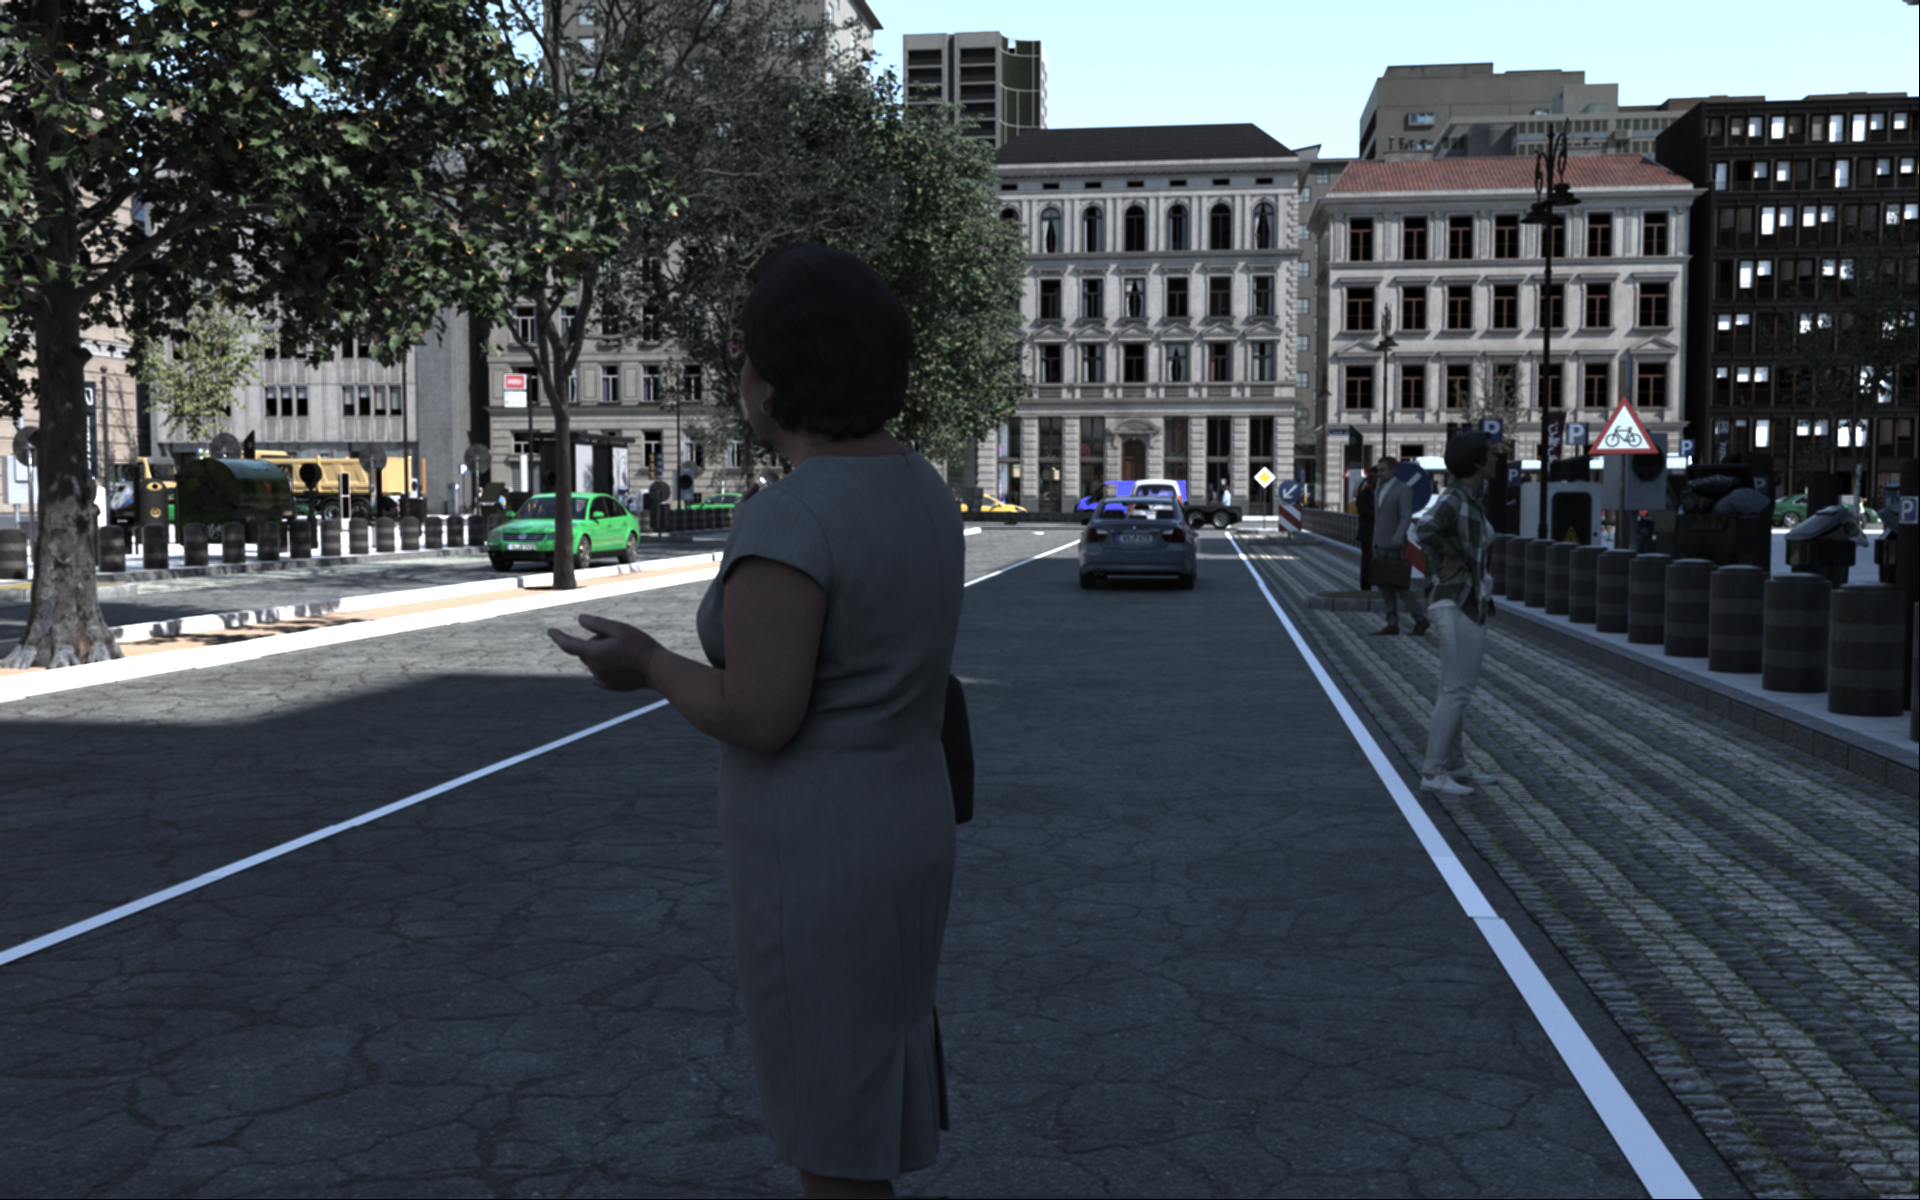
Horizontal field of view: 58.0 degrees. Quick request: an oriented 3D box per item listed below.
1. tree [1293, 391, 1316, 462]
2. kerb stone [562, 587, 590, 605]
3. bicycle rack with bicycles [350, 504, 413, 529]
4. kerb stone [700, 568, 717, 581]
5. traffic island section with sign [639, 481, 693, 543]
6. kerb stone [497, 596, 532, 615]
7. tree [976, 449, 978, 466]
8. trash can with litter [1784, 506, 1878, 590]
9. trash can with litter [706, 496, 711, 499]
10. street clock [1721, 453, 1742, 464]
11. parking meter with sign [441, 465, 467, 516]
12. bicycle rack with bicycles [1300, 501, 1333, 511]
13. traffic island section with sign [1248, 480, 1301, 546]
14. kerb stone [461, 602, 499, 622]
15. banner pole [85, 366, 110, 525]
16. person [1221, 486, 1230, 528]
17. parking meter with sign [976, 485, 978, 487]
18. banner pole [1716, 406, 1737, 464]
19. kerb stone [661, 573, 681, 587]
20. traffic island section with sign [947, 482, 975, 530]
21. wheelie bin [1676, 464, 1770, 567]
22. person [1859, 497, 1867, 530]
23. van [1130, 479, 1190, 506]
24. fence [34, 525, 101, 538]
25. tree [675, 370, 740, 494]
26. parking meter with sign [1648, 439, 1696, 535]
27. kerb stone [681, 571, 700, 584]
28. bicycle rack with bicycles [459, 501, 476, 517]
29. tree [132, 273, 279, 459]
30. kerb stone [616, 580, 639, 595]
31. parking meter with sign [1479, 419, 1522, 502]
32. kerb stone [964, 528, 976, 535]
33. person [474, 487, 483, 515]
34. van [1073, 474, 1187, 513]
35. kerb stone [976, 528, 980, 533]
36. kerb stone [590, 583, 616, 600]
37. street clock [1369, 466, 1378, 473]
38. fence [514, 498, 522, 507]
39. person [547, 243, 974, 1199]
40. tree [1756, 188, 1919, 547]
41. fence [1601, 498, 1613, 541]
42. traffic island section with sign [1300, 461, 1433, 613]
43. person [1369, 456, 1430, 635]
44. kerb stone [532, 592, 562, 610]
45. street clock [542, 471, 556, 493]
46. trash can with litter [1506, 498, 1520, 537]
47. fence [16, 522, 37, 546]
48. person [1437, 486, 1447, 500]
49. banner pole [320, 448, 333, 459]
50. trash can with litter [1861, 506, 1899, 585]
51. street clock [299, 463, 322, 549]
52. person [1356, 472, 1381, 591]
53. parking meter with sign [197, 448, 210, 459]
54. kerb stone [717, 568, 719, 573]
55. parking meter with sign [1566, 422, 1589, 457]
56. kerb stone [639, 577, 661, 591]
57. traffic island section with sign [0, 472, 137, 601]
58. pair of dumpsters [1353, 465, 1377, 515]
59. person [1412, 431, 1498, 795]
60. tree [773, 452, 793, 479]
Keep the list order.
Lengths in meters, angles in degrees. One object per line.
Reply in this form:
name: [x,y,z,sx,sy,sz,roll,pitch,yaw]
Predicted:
tree: [26.822,-14.856,153.260,12.009,13.543,11.850,0,3,0]
kerb stone: [-5.156,-0.043,22.902,0.120,0.150,1.000,0,4,8]
bicycle rack with bicycles: [-21.517,-3.063,63.467,2.852,0.926,2.925,2,4,28]
kerb stone: [-4.309,-0.416,29.005,0.120,0.150,1.000,0,4,8]
traffic island section with sign: [-8.956,-2.587,50.924,1.989,1.847,2.006,0,4,8]
kerb stone: [-5.437,0.082,20.856,0.120,0.150,1.000,0,4,8]
tree: [5.035,-15.760,175.794,7.486,12.596,7.792,0,3,0]
trash can with litter: [7.913,-0.301,16.316,1.055,1.170,0.624,-1,4,-9]
trash can with litter: [-14.824,-5.480,100.992,1.055,1.170,0.624,2,4,34]
street clock: [13.830,-1.612,30.931,0.471,2.002,0.358,-1,4,-13]
parking meter with sign: [-30.345,-6.574,103.750,1.738,3.016,0.543,2,4,29]
bicycle rack with bicycles: [18.774,-4.877,93.127,2.852,0.926,2.925,-1,4,-14]
traffic island section with sign: [9.084,-2.438,48.486,1.989,1.847,2.006,0,4,8]
kerb stone: [-5.572,0.149,19.840,0.120,0.150,1.000,0,4,8]
banner pole: [-16.956,-2.684,33.900,0.863,3.779,0.401,-1,4,-11]
person: [11.262,-3.942,73.210,0.793,1.790,0.793,-1,4,-13]
parking meter with sign: [1.387,-9.253,147.551,1.738,3.016,0.543,1,4,15]
banner pole: [21.924,-3.640,49.523,0.401,3.779,0.863,-2,4,-24]
kerb stone: [-4.590,-0.289,26.971,0.120,0.150,1.000,0,4,8]
traffic island section with sign: [-0.354,-3.479,65.024,2.006,1.907,1.989,0,4,8]
wheelie bin: [7.985,-0.630,18.211,0.980,1.594,0.693,3,5,42]
person: [34.086,-3.247,65.491,0.435,1.345,0.340,-2,4,-28]
van: [5.771,-2.697,51.108,2.013,2.044,4.112,0,4,6]
fence: [-15.960,-0.973,31.280,0.278,0.683,2.069,0,4,4]
tree: [-13.368,-8.886,95.644,4.360,8.622,3.978,0,3,0]
parking meter with sign: [22.392,-3.567,54.582,1.738,3.016,0.543,-2,4,-33]
kerb stone: [-4.452,-0.354,27.990,0.120,0.150,1.000,0,4,8]
bicycle rack with bicycles: [-26.397,-5.136,97.360,2.925,0.926,2.852,3,5,43]
tree: [-21.925,-6.111,50.274,4.737,8.622,4.395,0,3,0]
kerb stone: [-4.872,-0.168,24.937,0.120,0.150,1.000,0,4,8]
parking meter with sign: [12.411,-2.638,39.392,0.543,3.016,1.738,0,4,-8]
kerb stone: [0.363,-2.470,62.614,0.120,0.150,1.000,0,4,8]
person: [-24.280,-4.801,87.485,0.515,1.767,0.782,1,4,21]
van: [7.809,-4.576,79.208,5.245,2.365,2.240,0,4,7]
kerb stone: [0.502,-2.535,63.640,0.120,0.150,1.000,0,4,8]
kerb stone: [-5.015,-0.105,23.917,0.120,0.150,1.000,0,4,8]
street clock: [10.623,-2.408,43.946,0.471,2.002,0.358,-2,4,-24]
fence: [-13.760,-2.621,54.049,2.264,1.192,0.480,1,4,16]
person: [-0.230,0.384,2.579,0.532,1.782,0.716,1,4,23]
tree: [21.936,-5.628,42.384,4.360,8.622,3.978,0,3,0]
fence: [16.824,-2.240,47.828,2.264,1.192,0.480,1,4,14]
traffic island section with sign: [5.388,-0.805,21.784,1.989,1.847,2.006,0,4,8]
person: [4.344,-0.542,17.485,0.853,1.813,0.709,-2,4,-28]
kerb stone: [-5.298,0.020,21.876,0.120,0.150,1.000,0,4,8]
street clock: [-12.968,-3.070,54.772,0.358,2.002,0.471,2,4,24]
trash can with litter: [10.962,-1.368,33.421,2.233,1.210,1.678,0,4,-3]
fence: [-20.092,-1.361,37.634,0.278,0.683,2.069,0,4,-8]
person: [18.561,-3.475,66.134,0.655,1.722,0.431,2,4,23]
banner pole: [-34.519,-6.399,94.645,0.863,3.779,0.401,0,4,-1]
trash can with litter: [9.142,-0.303,16.349,0.624,1.170,1.055,0,4,-5]
street clock: [-15.201,-2.203,40.597,0.471,2.002,0.358,1,4,19]
person: [5.854,-0.920,24.221,0.600,1.739,0.565,2,4,33]
parking meter with sign: [-28.523,-4.213,65.140,0.543,3.016,1.738,-1,4,-14]
kerb stone: [-4.166,-0.477,30.030,0.120,0.150,1.000,0,4,8]
parking meter with sign: [14.401,-2.776,41.648,1.738,3.016,0.543,-3,5,-42]
kerb stone: [-4.736,-0.230,25.953,0.120,0.150,1.000,0,4,8]
traffic island section with sign: [-12.679,-0.947,24.112,1.989,1.847,2.006,0,4,8]
pair of dumpsters: [13.367,-3.189,54.630,1.574,2.255,4.437,0,4,8]
person: [2.416,0.048,8.438,0.376,1.734,0.841,2,4,28]
tree: [-9.441,-9.203,100.836,4.737,8.622,4.395,0,3,0]
